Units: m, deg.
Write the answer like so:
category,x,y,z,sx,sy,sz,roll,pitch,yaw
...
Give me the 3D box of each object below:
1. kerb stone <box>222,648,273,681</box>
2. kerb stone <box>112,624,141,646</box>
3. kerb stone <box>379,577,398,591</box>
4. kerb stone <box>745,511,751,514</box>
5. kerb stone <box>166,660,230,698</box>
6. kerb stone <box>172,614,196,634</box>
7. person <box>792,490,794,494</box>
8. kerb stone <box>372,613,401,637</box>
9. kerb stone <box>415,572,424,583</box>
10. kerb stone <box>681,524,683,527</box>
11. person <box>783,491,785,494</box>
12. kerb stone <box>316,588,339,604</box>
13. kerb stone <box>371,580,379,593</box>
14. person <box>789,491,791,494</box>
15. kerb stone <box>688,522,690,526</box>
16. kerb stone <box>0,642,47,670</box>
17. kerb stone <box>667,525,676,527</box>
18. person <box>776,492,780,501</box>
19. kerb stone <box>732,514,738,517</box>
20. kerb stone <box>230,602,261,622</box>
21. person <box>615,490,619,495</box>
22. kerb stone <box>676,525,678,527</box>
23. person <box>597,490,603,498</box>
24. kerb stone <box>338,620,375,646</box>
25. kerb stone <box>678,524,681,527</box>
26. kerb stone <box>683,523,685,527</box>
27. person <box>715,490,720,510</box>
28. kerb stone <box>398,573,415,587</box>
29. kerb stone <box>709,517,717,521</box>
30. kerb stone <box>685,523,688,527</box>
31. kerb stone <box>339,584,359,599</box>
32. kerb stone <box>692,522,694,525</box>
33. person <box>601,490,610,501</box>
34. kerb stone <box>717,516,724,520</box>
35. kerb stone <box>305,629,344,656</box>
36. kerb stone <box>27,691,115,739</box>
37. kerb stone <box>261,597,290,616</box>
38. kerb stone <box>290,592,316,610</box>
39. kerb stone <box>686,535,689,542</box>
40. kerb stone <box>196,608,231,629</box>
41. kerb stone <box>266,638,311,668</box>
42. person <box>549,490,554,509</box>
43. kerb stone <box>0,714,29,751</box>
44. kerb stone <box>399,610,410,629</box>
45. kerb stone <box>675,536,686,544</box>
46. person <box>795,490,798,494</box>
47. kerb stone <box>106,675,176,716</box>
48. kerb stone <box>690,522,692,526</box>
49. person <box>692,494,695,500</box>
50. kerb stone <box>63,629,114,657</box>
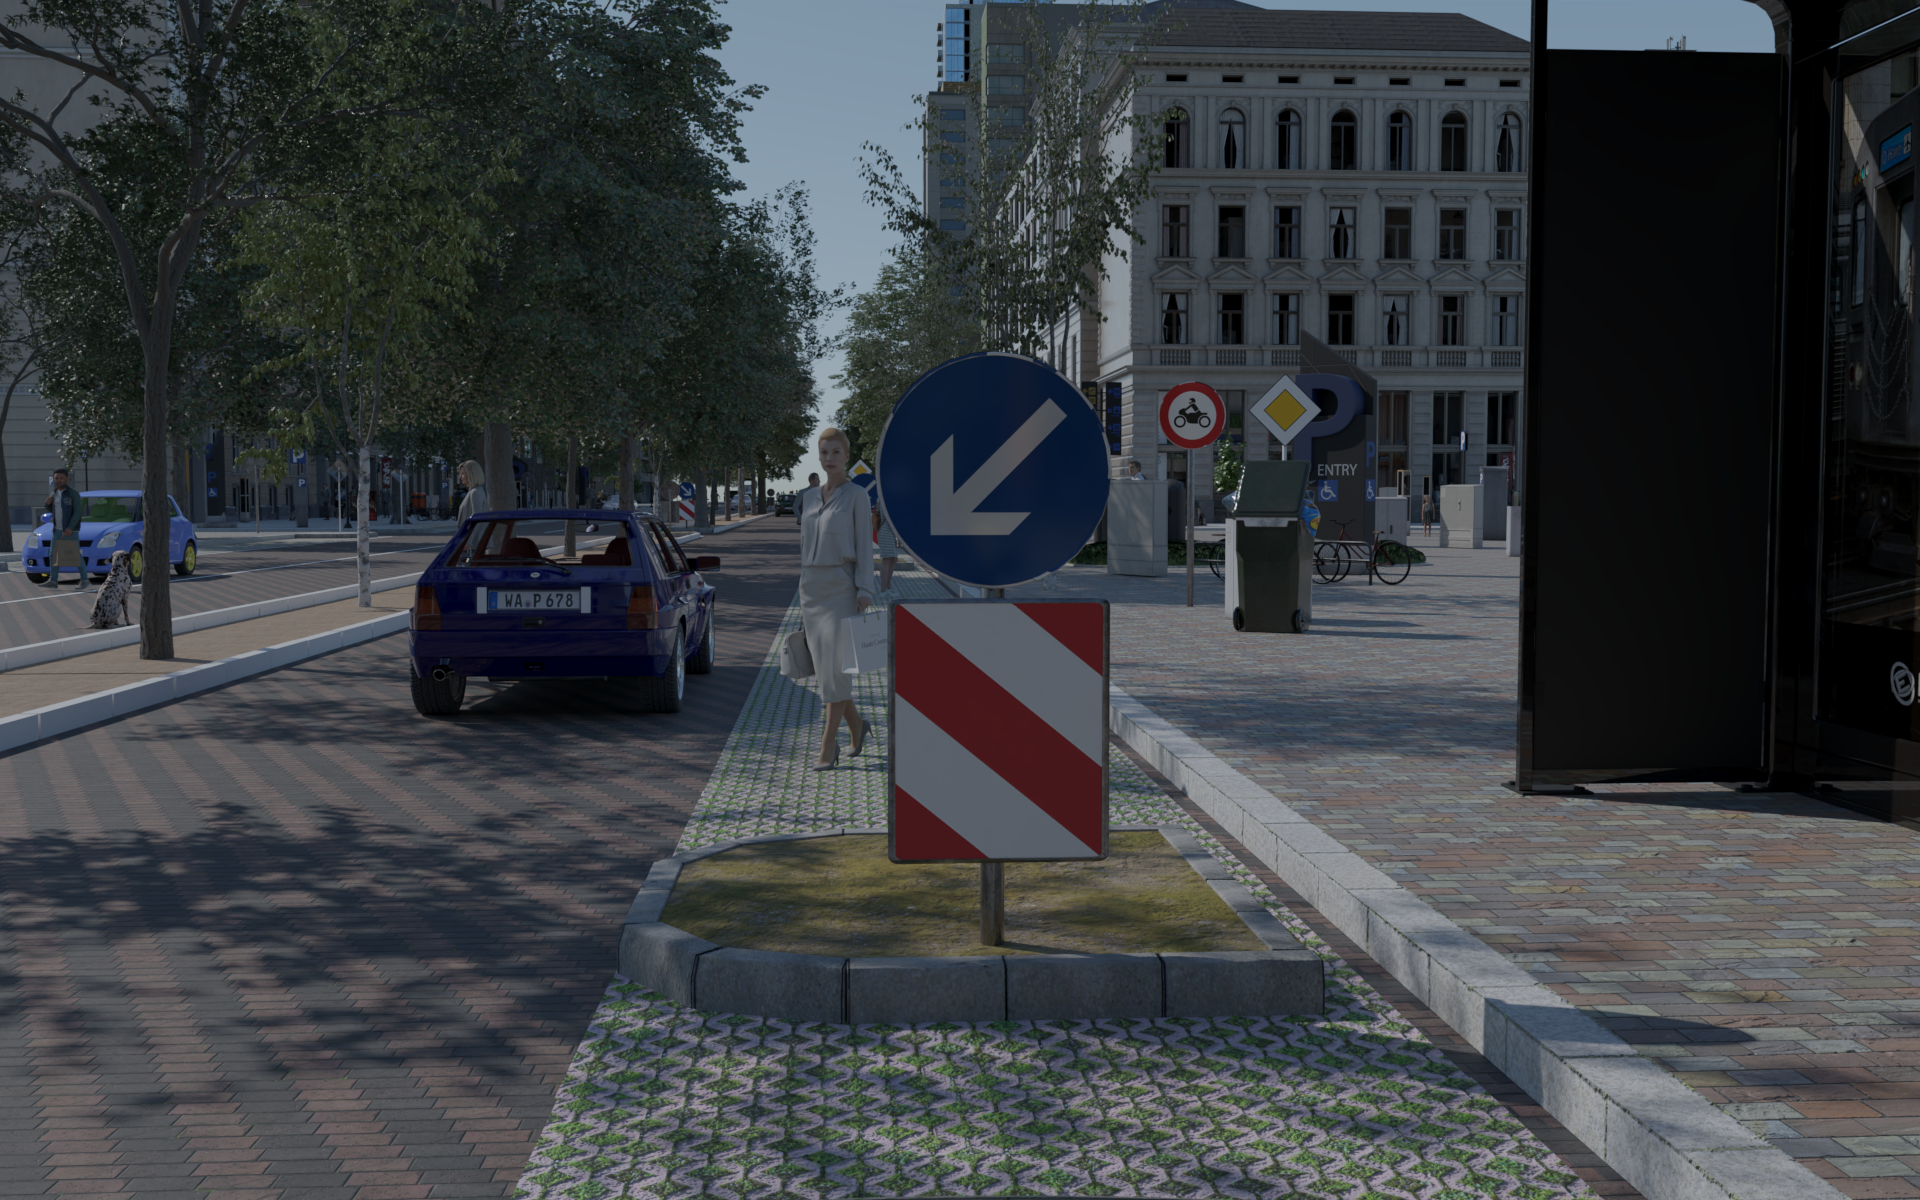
category,x,y,z,sx,sy,sz,roll,pitch,yaw
kerb stone,-5.681,0.520,13.700,0.120,0.150,1.000,0,4,-4
kerb stone,-7.991,0.341,16.625,0.120,0.150,1.000,0,4,-4
kerb stone,-8.612,-0.222,25.822,0.120,0.150,1.000,0,4,-4
kerb stone,-15.445,-6.384,126.578,0.120,0.150,1.000,0,4,-4
kerb stone,-5.605,0.582,12.677,0.120,0.150,1.000,0,4,-4
kerb stone,-8.055,0.278,17.646,0.120,0.150,1.000,0,4,-4
person,-14.662,-8.733,151.829,0.990,1.755,0.434,1,4,18
kerb stone,-5.953,0.270,17.784,0.120,0.150,1.000,0,4,-4
kerb stone,-8.751,-0.347,27.867,0.120,0.150,1.000,0,4,-4
kerb stone,-11.763,-3.061,72.309,0.120,0.150,1.000,0,4,-4
person,-23.257,-13.404,227.523,0.709,1.838,0.599,3,5,43
kerb stone,-8.397,-0.034,22.753,0.120,0.150,1.000,0,4,-4
kerb stone,-8.547,-0.159,24.801,0.120,0.150,1.000,0,4,-4
person,-15.741,-9.231,160.341,0.530,1.710,0.541,-1,4,-18
kerb stone,-11.972,-3.253,75.377,0.120,0.150,1.000,0,4,-4
kerb stone,-7.845,0.466,14.583,0.120,0.150,1.000,0,4,-4
kerb stone,-11.565,-2.877,69.250,0.120,0.150,1.000,0,4,-4
person,-23.337,-13.023,222.087,0.551,1.740,0.621,0,4,-3
kerb stone,-14.340,-5.382,110.192,0.120,0.150,1.000,0,4,-4
kerb stone,-8.200,0.154,19.687,0.120,0.150,1.000,0,4,-4
person,-44.363,-13.358,224.537,1.350,1.814,0.705,0,4,1
kerb stone,-11.634,-2.936,70.269,0.120,0.150,1.000,0,4,-4
person,-43.127,-12.322,207.604,1.348,1.812,0.705,-2,4,-29
kerb stone,-5.887,0.332,16.764,0.120,0.150,1.000,0,4,-4
kerb stone,-11.701,-2.999,71.289,0.120,0.150,1.000,0,4,-4
kerb stone,-11.838,-3.123,73.328,0.120,0.150,1.000,0,4,-4
person,-22.016,-9.040,156.306,0.705,1.824,1.348,2,4,30
kerb stone,-8.680,-0.282,26.847,0.120,0.150,1.000,0,4,-4
kerb stone,-13.096,-4.255,91.761,0.120,0.150,1.000,0,4,-4
kerb stone,-11.899,-3.187,74.357,0.120,0.150,1.000,0,4,-4
kerb stone,-8.481,-0.095,23.779,0.120,0.150,1.000,0,4,-4
kerb stone,-12.116,-3.377,77.432,0.120,0.150,1.000,0,4,-4
person,-39.569,-11.424,193.562,1.217,1.736,0.721,-2,4,-27
kerb stone,-13.442,-4.567,96.884,0.120,0.150,1.000,0,4,-4
kerb stone,-5.827,0.399,15.739,0.120,0.150,1.000,0,4,-4
kerb stone,-5.471,0.708,10.625,0.120,0.150,1.000,0,4,-4
kerb stone,-8.261,0.091,20.707,0.120,0.150,1.000,0,4,-4
kerb stone,-8.329,0.028,21.733,0.120,0.150,1.000,0,4,-4
kerb stone,-8.248,-1.794,51.529,0.120,0.150,1.000,0,4,-4
kerb stone,-8.127,0.216,18.667,0.120,0.150,1.000,0,4,-4
kerb stone,-5.755,0.457,14.719,0.120,0.150,1.000,0,4,-4
person,-33.749,-8.386,143.134,0.705,1.826,1.348,-1,4,-9
kerb stone,-5.400,0.771,9.597,0.120,0.150,1.000,0,4,-4
kerb stone,-6.031,0.209,18.814,0.120,0.150,1.000,0,4,-4
kerb stone,-8.183,-1.732,50.508,0.120,0.150,1.000,0,4,-4
person,-14.850,-9.121,157.648,1.348,1.822,0.705,-1,4,-9
kerb stone,-5.542,0.646,11.646,0.120,0.150,1.000,0,4,-4
kerb stone,-12.046,-3.313,76.405,0.120,0.150,1.000,0,4,-4
person,-22.928,-8.571,149.173,0.617,1.759,0.750,0,4,3
kerb stone,-7.919,0.403,15.606,0.120,0.150,1.000,0,4,-4
